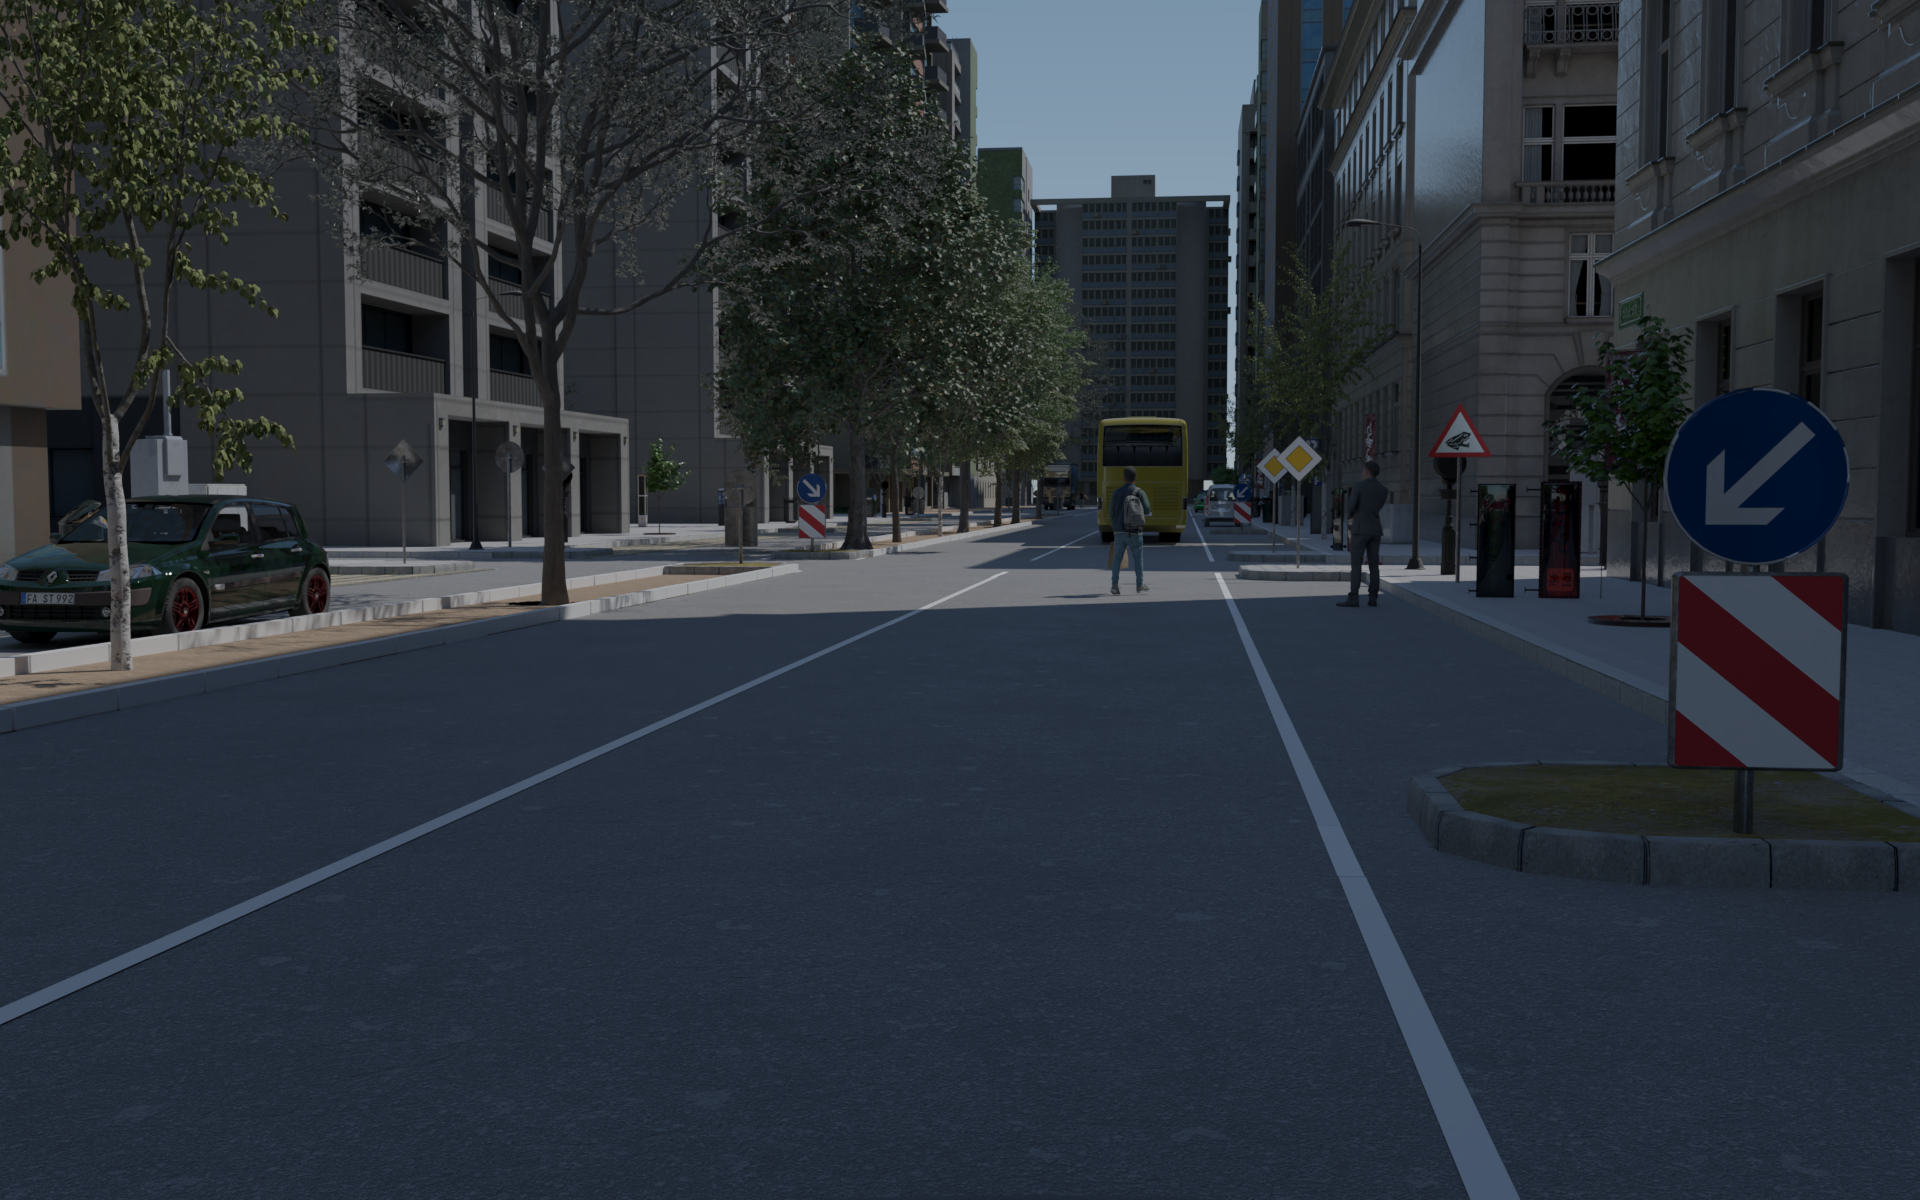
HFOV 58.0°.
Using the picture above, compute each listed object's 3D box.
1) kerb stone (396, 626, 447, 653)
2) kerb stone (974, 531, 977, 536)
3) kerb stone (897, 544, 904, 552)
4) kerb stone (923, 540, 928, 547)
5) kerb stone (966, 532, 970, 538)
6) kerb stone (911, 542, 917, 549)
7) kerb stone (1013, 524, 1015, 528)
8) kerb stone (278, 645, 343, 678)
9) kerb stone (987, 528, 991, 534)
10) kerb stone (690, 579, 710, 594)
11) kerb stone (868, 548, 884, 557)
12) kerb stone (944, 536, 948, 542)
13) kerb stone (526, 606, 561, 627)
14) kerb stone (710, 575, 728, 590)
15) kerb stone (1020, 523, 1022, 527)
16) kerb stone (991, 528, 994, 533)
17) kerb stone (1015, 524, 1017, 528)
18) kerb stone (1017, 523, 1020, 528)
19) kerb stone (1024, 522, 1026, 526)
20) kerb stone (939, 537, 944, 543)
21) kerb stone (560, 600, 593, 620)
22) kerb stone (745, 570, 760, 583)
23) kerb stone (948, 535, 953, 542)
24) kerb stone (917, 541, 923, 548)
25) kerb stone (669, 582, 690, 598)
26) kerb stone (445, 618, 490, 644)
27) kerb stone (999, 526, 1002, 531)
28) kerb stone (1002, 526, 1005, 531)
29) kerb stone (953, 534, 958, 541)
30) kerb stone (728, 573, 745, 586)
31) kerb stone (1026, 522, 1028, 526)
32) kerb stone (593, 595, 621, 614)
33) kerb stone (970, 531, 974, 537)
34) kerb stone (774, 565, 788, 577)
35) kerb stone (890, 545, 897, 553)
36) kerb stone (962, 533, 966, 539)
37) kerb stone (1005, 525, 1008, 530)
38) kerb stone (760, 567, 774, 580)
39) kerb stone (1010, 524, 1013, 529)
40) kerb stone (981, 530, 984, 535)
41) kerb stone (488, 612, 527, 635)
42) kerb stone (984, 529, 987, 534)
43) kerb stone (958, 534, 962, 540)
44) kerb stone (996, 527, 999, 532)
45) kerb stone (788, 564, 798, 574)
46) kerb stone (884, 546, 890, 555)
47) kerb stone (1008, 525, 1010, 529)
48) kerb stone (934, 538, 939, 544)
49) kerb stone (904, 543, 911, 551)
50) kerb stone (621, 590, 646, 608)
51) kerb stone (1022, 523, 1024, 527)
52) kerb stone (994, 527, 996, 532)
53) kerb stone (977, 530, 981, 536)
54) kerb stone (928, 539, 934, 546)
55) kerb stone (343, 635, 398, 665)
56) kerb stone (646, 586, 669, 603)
[{"bbox_3d":[-5.046,0.377,16.033,0.120,0.150,1.000,0,4,7],"label":"kerb stone"},{"bbox_3d":[0.366,-2.208,58.303,0.120,0.150,1.000,0,4,7],"label":"kerb stone"},{"bbox_3d":[-1.588,-1.269,43.033,0.120,0.150,1.000,0,4,7],"label":"kerb stone"},{"bbox_3d":[-1.061,-1.521,47.095,0.120,0.150,1.000,0,4,7],"label":"kerb stone"},{"bbox_3d":[0.112,-2.084,56.269,0.120,0.150,1.000,0,4,7],"label":"kerb stone"},{"bbox_3d":[-1.325,-1.399,45.068,0.120,0.150,1.000,0,4,7],"label":"kerb stone"},{"bbox_3d":[2.067,-3.017,71.519,0.120,0.150,1.000,0,4,7],"label":"kerb stone"},{"bbox_3d":[-5.305,0.501,14.003,0.120,0.150,1.000,0,4,7],"label":"kerb stone"},{"bbox_3d":[0.895,-2.450,62.376,0.120,0.150,1.000,0,4,7],"label":"kerb stone"},{"bbox_3d":[-3.870,-0.184,25.206,0.120,0.150,1.000,0,4,7],"label":"kerb stone"},{"bbox_3d":[-1.967,-1.087,39.972,0.120,0.150,1.000,0,4,7],"label":"kerb stone"},{"bbox_3d":[-0.545,-1.772,51.167,0.120,0.150,1.000,0,4,7],"label":"kerb stone"},{"bbox_3d":[-4.659,0.190,19.092,0.120,0.150,1.000,0,4,7],"label":"kerb stone"},{"bbox_3d":[-3.738,-0.244,26.224,0.120,0.150,1.000,0,4,7],"label":"kerb stone"},{"bbox_3d":[2.471,-3.203,74.562,0.120,0.150,1.000,0,4,7],"label":"kerb stone"},{"bbox_3d":[1.023,-2.520,63.392,0.120,0.150,1.000,0,4,7],"label":"kerb stone"},{"bbox_3d":[2.195,-3.076,72.535,0.120,0.150,1.000,0,4,7],"label":"kerb stone"},{"bbox_3d":[2.333,-3.141,73.548,0.120,0.150,1.000,0,4,7],"label":"kerb stone"},{"bbox_3d":[2.720,-3.323,76.605,0.120,0.150,1.000,0,4,7],"label":"kerb stone"},{"bbox_3d":[-0.674,-1.707,50.153,0.120,0.150,1.000,0,4,7],"label":"kerb stone"},{"bbox_3d":[-4.519,0.128,20.108,0.120,0.150,1.000,0,4,7],"label":"kerb stone"},{"bbox_3d":[-3.485,-0.366,28.257,0.120,0.150,1.000,0,4,7],"label":"kerb stone"},{"bbox_3d":[-0.414,-1.835,52.194,0.120,0.150,1.000,0,4,7],"label":"kerb stone"},{"bbox_3d":[-1.192,-1.452,46.082,0.120,0.150,1.000,0,4,7],"label":"kerb stone"},{"bbox_3d":[-4.010,-0.122,24.192,0.120,0.150,1.000,0,4,7],"label":"kerb stone"},{"bbox_3d":[-4.908,0.315,17.048,0.120,0.150,1.000,0,4,7],"label":"kerb stone"},{"bbox_3d":[1.417,-2.706,66.434,0.120,0.150,1.000,0,4,7],"label":"kerb stone"},{"bbox_3d":[1.551,-2.768,67.447,0.120,0.150,1.000,0,4,7],"label":"kerb stone"},{"bbox_3d":[-0.273,-1.898,53.222,0.120,0.150,1.000,0,4,7],"label":"kerb stone"},{"bbox_3d":[-3.607,-0.309,27.242,0.120,0.150,1.000,0,4,7],"label":"kerb stone"},{"bbox_3d":[2.851,-3.390,77.627,0.120,0.150,1.000,0,4,7],"label":"kerb stone"},{"bbox_3d":[-4.389,0.065,21.138,0.120,0.150,1.000,0,4,7],"label":"kerb stone"},{"bbox_3d":[0.248,-2.143,57.287,0.120,0.150,1.000,0,4,7],"label":"kerb stone"},{"bbox_3d":[-3.217,-0.495,30.292,0.120,0.150,1.000,0,4,7],"label":"kerb stone"},{"bbox_3d":[-1.718,-1.212,42.005,0.120,0.150,1.000,0,4,7],"label":"kerb stone"},{"bbox_3d":[-0.011,-2.022,55.252,0.120,0.150,1.000,0,4,7],"label":"kerb stone"},{"bbox_3d":[1.683,-2.830,68.461,0.120,0.150,1.000,0,4,7],"label":"kerb stone"},{"bbox_3d":[-3.354,-0.429,29.274,0.120,0.150,1.000,0,4,7],"label":"kerb stone"},{"bbox_3d":[1.934,-2.953,70.499,0.120,0.150,1.000,0,4,7],"label":"kerb stone"},{"bbox_3d":[0.637,-2.333,60.341,0.120,0.150,1.000,0,4,7],"label":"kerb stone"},{"bbox_3d":[-4.793,0.253,18.072,0.120,0.150,1.000,0,4,7],"label":"kerb stone"},{"bbox_3d":[0.761,-2.392,61.362,0.120,0.150,1.000,0,4,7],"label":"kerb stone"},{"bbox_3d":[-0.145,-1.960,54.236,0.120,0.150,1.000,0,4,7],"label":"kerb stone"},{"bbox_3d":[1.284,-2.642,65.420,0.120,0.150,1.000,0,4,7],"label":"kerb stone"},{"bbox_3d":[-3.089,-0.557,31.306,0.120,0.150,1.000,0,4,7],"label":"kerb stone"},{"bbox_3d":[-1.851,-1.149,40.989,0.120,0.150,1.000,0,4,7],"label":"kerb stone"},{"bbox_3d":[1.797,-2.892,69.485,0.120,0.150,1.000,0,4,7],"label":"kerb stone"},{"bbox_3d":[-0.803,-1.648,49.134,0.120,0.150,1.000,0,4,7],"label":"kerb stone"},{"bbox_3d":[-1.456,-1.335,44.049,0.120,0.150,1.000,0,4,7],"label":"kerb stone"},{"bbox_3d":[-4.264,0.005,22.152,0.120,0.150,1.000,0,4,7],"label":"kerb stone"},{"bbox_3d":[2.589,-3.265,75.586,0.120,0.150,1.000,0,4,7],"label":"kerb stone"},{"bbox_3d":[1.150,-2.580,64.407,0.120,0.150,1.000,0,4,7],"label":"kerb stone"},{"bbox_3d":[0.501,-2.271,59.321,0.120,0.150,1.000,0,4,7],"label":"kerb stone"},{"bbox_3d":[-0.936,-1.585,48.114,0.120,0.150,1.000,0,4,7],"label":"kerb stone"},{"bbox_3d":[-5.182,0.443,15.020,0.120,0.150,1.000,0,4,7],"label":"kerb stone"},{"bbox_3d":[-4.135,-0.060,23.171,0.120,0.150,1.000,0,4,7],"label":"kerb stone"}]
